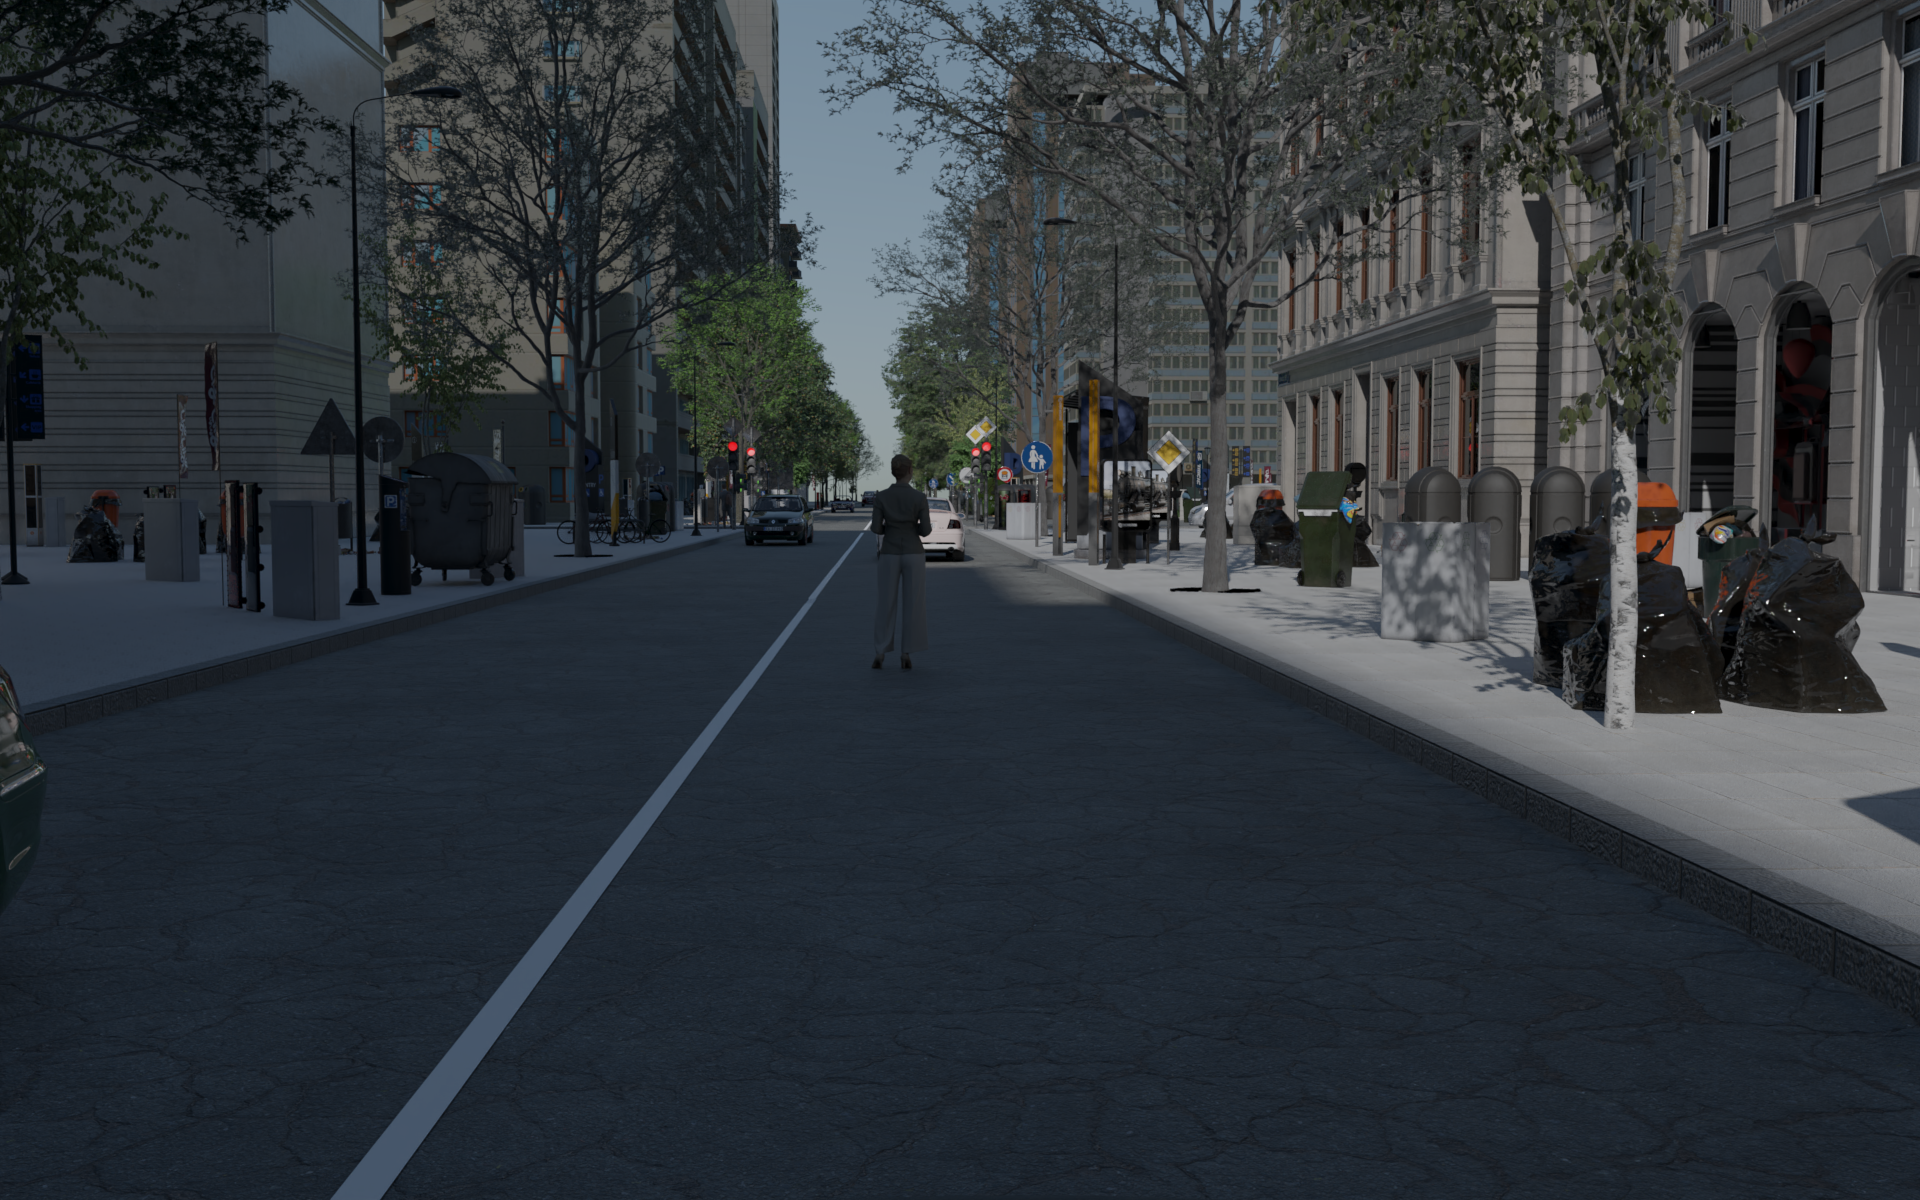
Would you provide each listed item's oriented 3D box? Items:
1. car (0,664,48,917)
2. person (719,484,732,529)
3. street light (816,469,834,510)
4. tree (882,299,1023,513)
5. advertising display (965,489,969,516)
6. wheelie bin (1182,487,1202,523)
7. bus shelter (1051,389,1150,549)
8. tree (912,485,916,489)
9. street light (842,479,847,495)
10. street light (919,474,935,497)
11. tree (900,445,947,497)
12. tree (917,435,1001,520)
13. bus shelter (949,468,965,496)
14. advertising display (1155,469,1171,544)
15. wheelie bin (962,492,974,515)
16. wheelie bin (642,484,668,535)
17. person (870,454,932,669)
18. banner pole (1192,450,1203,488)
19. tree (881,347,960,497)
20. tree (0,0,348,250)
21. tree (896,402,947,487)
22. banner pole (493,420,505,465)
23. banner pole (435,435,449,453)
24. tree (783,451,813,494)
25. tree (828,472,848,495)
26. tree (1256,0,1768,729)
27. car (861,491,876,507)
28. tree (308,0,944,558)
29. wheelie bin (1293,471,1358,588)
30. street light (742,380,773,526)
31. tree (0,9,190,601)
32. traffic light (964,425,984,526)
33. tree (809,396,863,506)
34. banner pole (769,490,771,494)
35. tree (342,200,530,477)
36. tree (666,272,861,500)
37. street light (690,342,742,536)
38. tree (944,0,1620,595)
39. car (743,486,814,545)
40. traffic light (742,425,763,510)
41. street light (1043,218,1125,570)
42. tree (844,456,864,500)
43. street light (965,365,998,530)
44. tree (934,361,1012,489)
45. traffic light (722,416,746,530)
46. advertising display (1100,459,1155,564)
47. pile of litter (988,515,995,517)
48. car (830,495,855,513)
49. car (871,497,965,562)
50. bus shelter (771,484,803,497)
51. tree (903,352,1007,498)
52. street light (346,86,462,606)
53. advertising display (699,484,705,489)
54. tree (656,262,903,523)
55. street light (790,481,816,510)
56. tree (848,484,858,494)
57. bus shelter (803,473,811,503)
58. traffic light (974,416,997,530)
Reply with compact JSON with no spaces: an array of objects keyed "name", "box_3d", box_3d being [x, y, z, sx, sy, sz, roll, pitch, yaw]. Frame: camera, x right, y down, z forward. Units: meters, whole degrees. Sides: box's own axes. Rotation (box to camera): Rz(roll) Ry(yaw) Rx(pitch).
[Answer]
[{"name":"car","box_3d":[-3.437,0.542,2.942,2.131,1.459,4.920,0,4,-2]},{"name":"person","box_3d":[-8.934,-3.522,66.052,0.622,1.834,0.822,-1,4,-17]},{"name":"street light","box_3d":[-10.868,-10.029,136.518,1.470,5.913,1.316,0,4,-2]},{"name":"tree","box_3d":[-0.166,-12.515,111.272,9.857,13.997,8.962,0,3,0]},{"name":"advertising display","box_3d":[0.390,-6.000,103.306,0.123,1.923,0.974,0,4,-7]},{"name":"wheelie bin","box_3d":[10.377,-4.276,77.828,0.980,1.594,0.693,-3,4,-36]},{"name":"bus shelter","box_3d":[3.347,-3.100,41.973,1.731,3.624,6.357,0,4,-2]},{"name":"tree","box_3d":[-2.521,-12.299,184.794,4.285,4.588,4.351,0,3,0]},{"name":"street light","box_3d":[-12.536,-12.655,179.457,1.470,5.913,1.316,0,4,-2]},{"name":"street light","box_3d":[-2.881,-11.181,155.356,1.470,5.913,1.316,0,4,-2]},{"name":"tree","box_3d":[-3.903,-19.170,230.429,9.611,12.733,9.660,0,3,0]},{"name":"tree","box_3d":[0.864,-6.313,86.938,4.285,4.588,4.351,0,3,0]},{"name":"bus shelter","box_3d":[0.010,-9.958,140.448,2.179,5.291,8.768,0,4,-2]},{"name":"advertising display","box_3d":[4.980,-2.428,44.905,0.974,1.923,0.123,0,4,-1]},{"name":"wheelie bin","box_3d":[0.560,-6.061,107.006,0.693,1.594,0.980,2,4,25]},{"name":"wheelie bin","box_3d":[-9.584,-2.843,54.395,0.693,1.594,0.980,-2,4,-34]},{"name":"person","box_3d":[-0.473,-0.316,14.222,0.519,1.759,0.362,0,4,6]},{"name":"banner pole","box_3d":[11.945,-5.965,87.548,0.401,3.779,0.863,-3,5,-40]},{"name":"tree","box_3d":[-2.833,-21.516,207.672,12.611,20.169,13.585,0,3,0]},{"name":"tree","box_3d":[-7.914,-4.747,12.023,7.601,10.594,8.767,0,4,-3]},{"name":"tree","box_3d":[-2.819,-15.633,173.725,7.486,12.596,7.792,0,3,0]},{"name":"banner pole","box_3d":[-15.633,-4.212,58.883,0.863,3.779,0.401,3,5,43]},{"name":"banner pole","box_3d":[-21.713,-5.065,72.834,0.401,3.779,0.863,3,4,37]},{"name":"tree","box_3d":[-14.250,-9.791,143.788,4.285,4.588,4.351,0,3,0]},{"name":"tree","box_3d":[-15.050,-16.252,216.088,4.737,8.622,4.395,0,3,0]},{"name":"tree","box_3d":[3.386,-3.602,9.249,4.360,8.622,3.978,0,3,0]},{"name":"car","box_3d":[-10.198,-11.559,197.654,2.281,1.827,5.304,0,4,-2]},{"name":"tree","box_3d":[-7.820,-7.613,34.851,12.009,13.543,11.850,0,3,0]},{"name":"wheelie bin","box_3d":[5.069,-0.984,23.995,0.980,1.594,0.693,3,4,38]},{"name":"street light","box_3d":[-8.290,-5.983,70.368,1.470,5.913,1.316,0,4,-2]},{"name":"tree","box_3d":[-11.636,-4.310,20.836,4.737,8.622,4.395,0,3,0]},{"name":"traffic light","box_3d":[0.607,-4.981,70.355,0.839,4.253,0.868,0,4,-2]},{"name":"tree","box_3d":[-14.091,-16.510,188.062,7.486,12.596,7.792,0,3,0]},{"name":"banner pole","box_3d":[-11.525,-7.031,104.967,0.401,3.779,0.863,0,4,-7]},{"name":"tree","box_3d":[-12.843,-5.646,42.667,4.737,8.622,4.395,0,3,0]},{"name":"tree","box_3d":[-10.513,-10.550,89.501,9.611,12.733,9.660,0,3,0]},{"name":"street light","box_3d":[-7.547,-4.918,52.953,1.470,5.913,1.316,0,4,-2]},{"name":"tree","box_3d":[3.384,-6.838,22.166,12.009,13.543,11.850,0,3,0]},{"name":"car","box_3d":[-5.150,-2.430,49.519,2.009,1.686,4.222,0,4,-1]},{"name":"traffic light","box_3d":[-8.397,-4.958,69.988,0.839,4.253,0.868,0,4,-2]},{"name":"street light","box_3d":[2.091,-3.471,29.284,1.470,5.913,1.316,0,4,-2]},{"name":"tree","box_3d":[-18.001,-20.568,286.656,4.360,8.622,3.978,0,3,0]},{"name":"street light","box_3d":[0.765,-5.493,62.357,1.470,5.913,1.316,0,4,-2]},{"name":"tree","box_3d":[0.915,-8.912,96.076,4.737,8.622,4.395,0,3,0]},{"name":"traffic light","box_3d":[-8.084,-4.470,62.009,0.839,4.253,0.868,0,4,-2]},{"name":"advertising display","box_3d":[3.058,-1.631,31.887,0.974,1.923,0.123,-1,4,-14]},{"name":"pile of litter","box_3d":[1.813,-5.172,98.522,1.176,0.858,1.719,-2,4,-24]},{"name":"car","box_3d":[-9.027,-7.388,133.375,1.945,1.354,3.894,0,4,-2]},{"name":"car","box_3d":[-0.900,-1.572,38.060,2.083,1.381,4.827,0,4,-3]},{"name":"bus shelter","box_3d":[-11.758,-7.411,115.085,2.014,3.302,5.546,0,4,-2]},{"name":"tree","box_3d":[-0.158,-12.173,124.782,9.928,11.665,9.643,0,3,0]},{"name":"street light","box_3d":[-6.371,-2.895,19.874,1.470,5.913,1.316,0,4,-2]},{"name":"advertising display","box_3d":[-17.010,-6.667,114.226,0.123,1.923,0.974,-1,4,-23]},{"name":"tree","box_3d":[-9.566,-9.190,76.015,9.928,11.665,9.643,0,3,0]},{"name":"street light","box_3d":[-9.552,-8.006,103.444,1.470,5.913,1.316,0,4,-2]},{"name":"tree","box_3d":[-18.143,-18.280,293.479,1.663,3.219,1.824,0,3,0]},{"name":"bus shelter","box_3d":[-12.580,-8.624,134.927,2.014,3.302,5.546,0,4,-2]},{"name":"traffic light","box_3d":[0.920,-4.493,62.376,0.839,4.253,0.868,0,4,-2]}]
